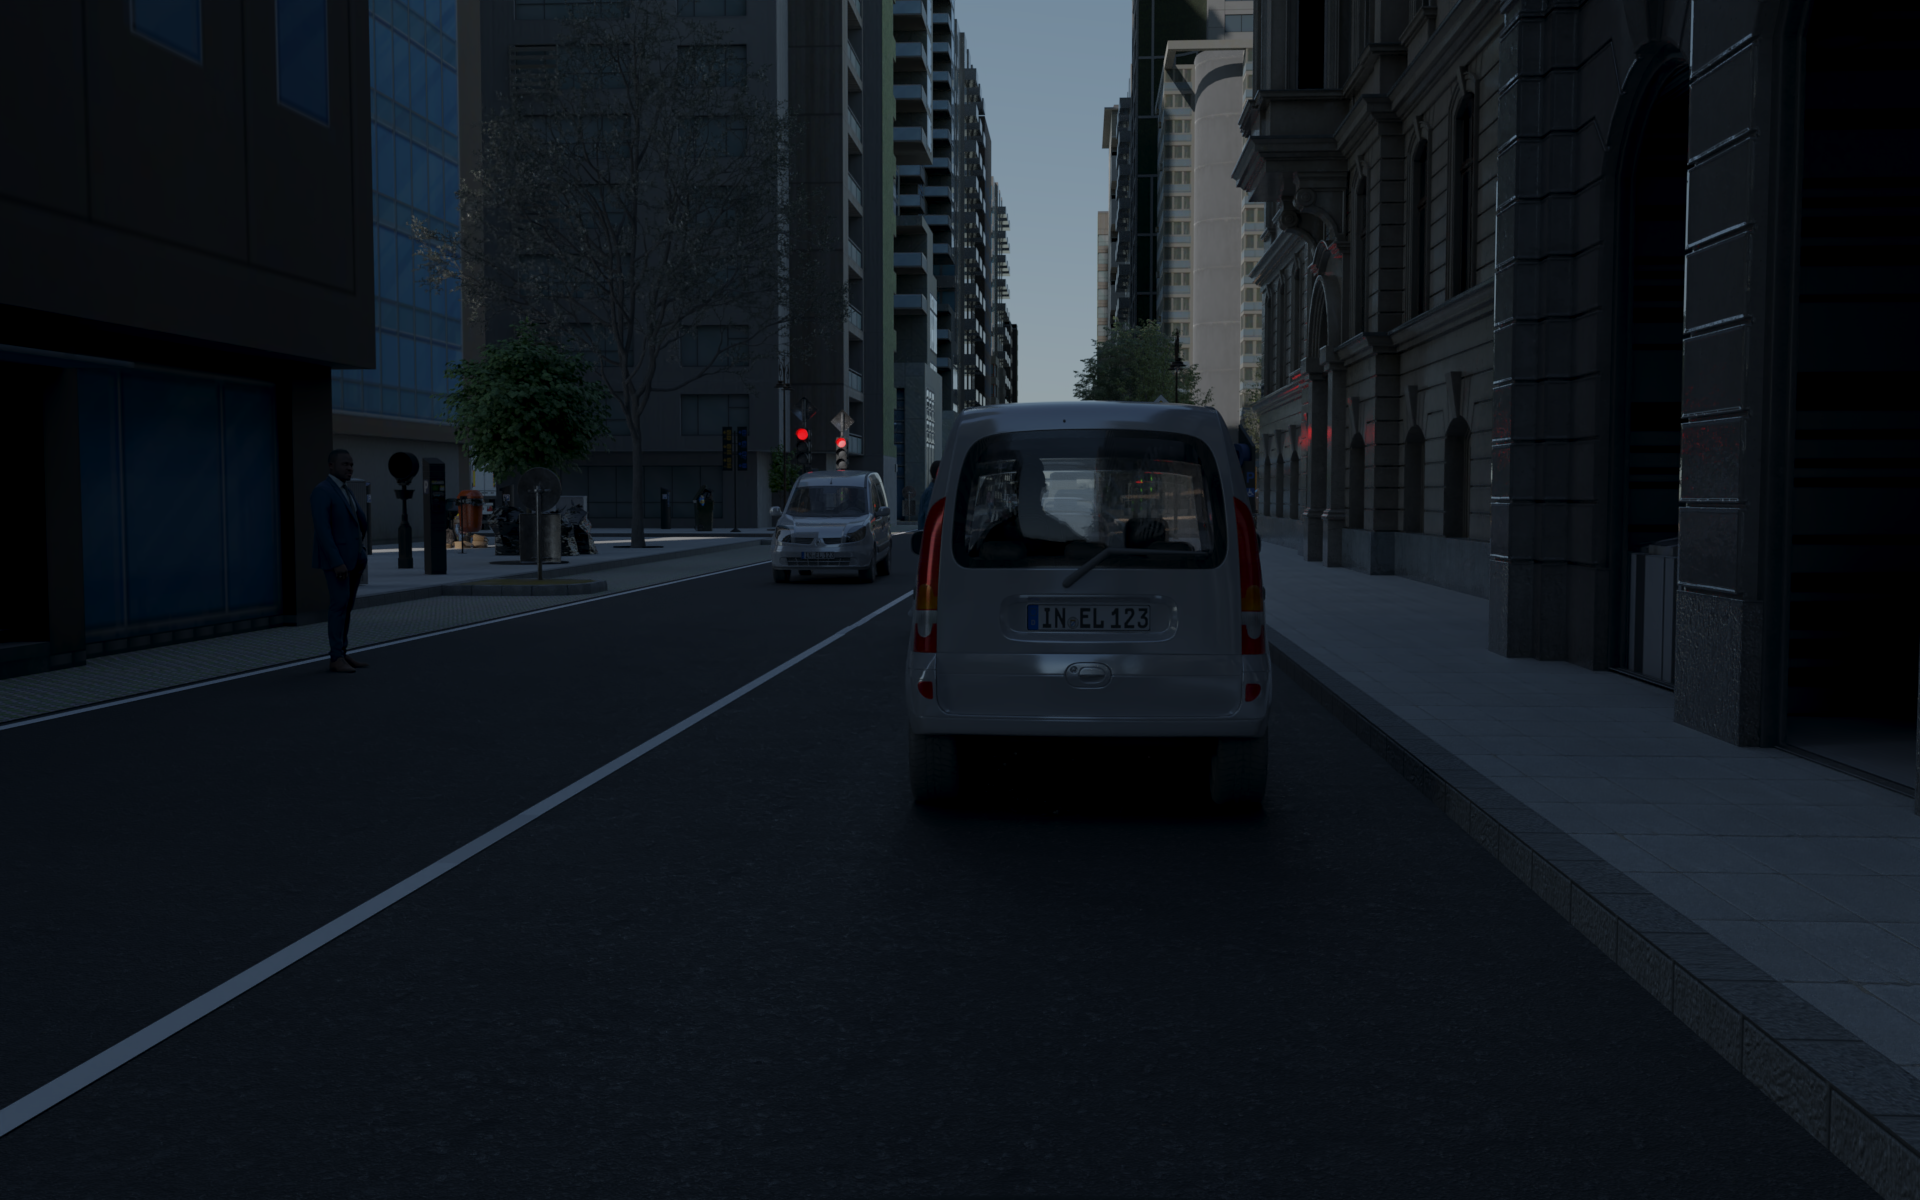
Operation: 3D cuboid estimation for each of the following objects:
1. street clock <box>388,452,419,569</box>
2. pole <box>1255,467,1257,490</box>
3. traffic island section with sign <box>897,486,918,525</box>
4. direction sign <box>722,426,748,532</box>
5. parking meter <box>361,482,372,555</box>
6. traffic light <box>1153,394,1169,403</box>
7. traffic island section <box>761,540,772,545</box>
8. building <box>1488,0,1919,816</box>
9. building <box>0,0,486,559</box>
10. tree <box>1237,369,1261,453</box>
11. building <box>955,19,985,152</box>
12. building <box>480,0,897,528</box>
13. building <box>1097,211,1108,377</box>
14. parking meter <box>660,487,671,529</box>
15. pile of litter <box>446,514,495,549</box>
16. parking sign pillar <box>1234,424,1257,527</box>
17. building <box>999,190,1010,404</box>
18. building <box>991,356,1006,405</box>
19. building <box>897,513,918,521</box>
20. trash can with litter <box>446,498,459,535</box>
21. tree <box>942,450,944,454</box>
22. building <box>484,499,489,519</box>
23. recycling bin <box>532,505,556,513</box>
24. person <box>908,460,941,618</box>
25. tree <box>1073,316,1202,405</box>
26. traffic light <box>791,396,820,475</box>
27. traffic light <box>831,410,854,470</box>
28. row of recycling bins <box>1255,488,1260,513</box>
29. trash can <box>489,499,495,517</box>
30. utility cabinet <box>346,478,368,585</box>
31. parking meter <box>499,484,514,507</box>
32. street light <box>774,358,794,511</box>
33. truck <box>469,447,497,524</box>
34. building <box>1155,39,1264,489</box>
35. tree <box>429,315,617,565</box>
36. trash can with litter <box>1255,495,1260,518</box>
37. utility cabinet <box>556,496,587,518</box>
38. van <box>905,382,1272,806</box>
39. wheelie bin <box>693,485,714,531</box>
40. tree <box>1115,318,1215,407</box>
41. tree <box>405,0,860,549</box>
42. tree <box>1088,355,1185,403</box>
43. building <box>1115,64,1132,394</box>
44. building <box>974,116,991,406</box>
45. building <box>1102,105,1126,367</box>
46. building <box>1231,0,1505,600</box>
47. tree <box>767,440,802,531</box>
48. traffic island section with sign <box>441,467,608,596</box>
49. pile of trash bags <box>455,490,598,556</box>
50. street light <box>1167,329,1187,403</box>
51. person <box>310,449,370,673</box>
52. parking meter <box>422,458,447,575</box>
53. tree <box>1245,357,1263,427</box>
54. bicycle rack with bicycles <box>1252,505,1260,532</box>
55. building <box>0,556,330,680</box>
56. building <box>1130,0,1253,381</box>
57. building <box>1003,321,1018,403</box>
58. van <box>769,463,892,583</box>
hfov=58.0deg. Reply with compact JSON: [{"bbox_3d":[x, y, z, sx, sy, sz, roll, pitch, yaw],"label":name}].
[{"bbox_3d":[-9.551,-1.542,29.781,0.471,2.002,0.358,1,4,13],"label":"street clock"},{"bbox_3d":[22.228,-8.357,130.487,0.158,3.312,0.155,0,3,0],"label":"pole"},{"bbox_3d":[-2.334,-4.400,80.560,1.989,1.847,2.006,0,4,4],"label":"traffic island section with sign"},{"bbox_3d":[-7.546,-4.045,58.132,0.876,3.537,0.379,1,4,13],"label":"direction sign"},{"bbox_3d":[-12.585,-1.716,36.463,0.372,1.533,0.369,0,3,0],"label":"parking meter"},{"bbox_3d":[5.643,-3.670,48.921,0.839,4.253,0.868,0,4,4],"label":"traffic light"},{"bbox_3d":[-4.484,-1.680,49.745,2.009,0.180,2.903,0,4,4],"label":"traffic island section"},{"bbox_3d":[9.373,-9.775,1.628,13.314,21.916,24.055,0,4,4],"label":"building"},{"bbox_3d":[-21.273,-24.006,42.616,14.200,45.320,14.600,0,4,4],"label":"building"},{"bbox_3d":[18.142,-9.260,101.757,4.360,8.622,3.978,0,3,0],"label":"tree"},{"bbox_3d":[-8.916,-34.240,179.440,23.786,49.044,30.456,0,4,4],"label":"building"},{"bbox_3d":[-10.294,-23.604,69.518,14.154,41.232,14.086,0,4,4],"label":"building"},{"bbox_3d":[26.875,-34.729,251.407,14.154,41.232,14.086,0,4,4],"label":"building"},{"bbox_3d":[-10.750,-3.355,63.268,0.372,1.533,0.369,0,3,0],"label":"parking meter"},{"bbox_3d":[-11.719,-1.663,41.147,1.719,0.858,1.176,-1,4,-12],"label":"pile of litter"},{"bbox_3d":[10.881,-4.772,66.491,1.447,3.967,1.447,-1,4,-15],"label":"parking sign pillar"},{"bbox_3d":[-3.865,-39.225,260.932,23.786,49.044,30.456,0,4,4],"label":"building"},{"bbox_3d":[-8.314,-23.643,231.600,27.650,21.520,28.899,0,4,4],"label":"building"},{"bbox_3d":[-11.773,-48.081,98.799,22.319,86.520,31.000,0,4,4],"label":"building"},{"bbox_3d":[-13.250,-2.081,45.419,0.624,1.170,1.055,-1,4,-19],"label":"trash can with litter"},{"bbox_3d":[-1.103,-8.859,128.559,4.285,4.588,4.351,0,3,0],"label":"tree"},{"bbox_3d":[-34.873,-25.365,69.337,28.867,44.769,22.147,0,4,4],"label":"building"},{"bbox_3d":[-14.209,-2.836,58.918,0.722,1.027,0.722,2,4,25],"label":"recycling bin"},{"bbox_3d":[-0.324,-0.572,18.199,0.444,1.785,0.601,0,4,2],"label":"person"},{"bbox_3d":[12.607,-13.370,125.250,9.857,13.997,8.962,0,3,0],"label":"tree"},{"bbox_3d":[-4.445,-3.712,49.607,0.839,4.253,0.868,0,4,4],"label":"traffic light"},{"bbox_3d":[-3.888,-4.199,57.573,0.839,4.253,0.868,0,4,4],"label":"traffic light"},{"bbox_3d":[20.619,-6.721,117.007,3.534,1.692,1.069,2,4,30],"label":"row of recycling bins"},{"bbox_3d":[-22.638,-4.415,83.831,0.748,1.137,0.748,0,3,0],"label":"trash can"},{"bbox_3d":[-8.806,-0.932,23.909,1.173,1.500,0.318,-3,5,-44],"label":"utility cabinet"},{"bbox_3d":[-11.701,-2.221,44.731,0.372,1.533,0.369,0,3,0],"label":"parking meter"},{"bbox_3d":[-5.887,-5.219,58.119,0.468,5.910,1.993,0,4,4],"label":"street light"},{"bbox_3d":[-20.416,-3.999,54.294,11.283,4.237,2.839,0,4,3],"label":"truck"},{"bbox_3d":[28.898,-27.592,143.014,32.217,40.220,23.993,0,4,4],"label":"building"},{"bbox_3d":[-8.055,-2.947,31.902,4.285,4.588,4.351,0,3,0],"label":"tree"},{"bbox_3d":[15.976,-4.956,92.088,1.678,1.210,2.233,1,4,10],"label":"trash can with litter"},{"bbox_3d":[-13.151,-2.902,58.601,1.020,1.237,0.306,1,4,13],"label":"utility cabinet"},{"bbox_3d":[0.678,-0.145,9.377,2.013,2.044,4.112,0,4,4],"label":"van"},{"bbox_3d":[-8.820,-3.167,59.690,0.693,1.594,0.980,-1,4,-18],"label":"wheelie bin"},{"bbox_3d":[8.378,-7.457,72.277,4.737,8.622,4.395,0,3,0],"label":"tree"},{"bbox_3d":[-7.654,-7.972,40.710,12.009,13.543,11.850,0,3,0],"label":"tree"},{"bbox_3d":[11.881,-11.051,115.101,8.767,10.594,7.601,0,4,-1],"label":"tree"},{"bbox_3d":[28.411,-34.926,190.640,23.786,49.044,30.456,0,4,4],"label":"building"},{"bbox_3d":[-3.616,-33.726,201.525,14.600,45.320,14.200,0,4,4],"label":"building"},{"bbox_3d":[33.271,-39.177,229.780,28.713,52.752,27.495,0,4,4],"label":"building"},{"bbox_3d":[12.310,-12.946,30.745,14.460,24.649,34.723,0,4,4],"label":"building"},{"bbox_3d":[-6.336,-4.046,60.746,1.663,3.219,1.824,0,3,0],"label":"tree"},{"bbox_3d":[-6.220,-1.008,25.105,1.989,1.847,2.006,0,4,4],"label":"traffic island section with sign"},{"bbox_3d":[-9.376,-1.659,36.884,3.447,1.369,1.912,2,4,27],"label":"pile of trash bags"},{"bbox_3d":[6.059,-4.632,48.527,0.468,5.910,1.993,0,4,4],"label":"street light"},{"bbox_3d":[-5.077,-0.335,14.167,0.419,1.800,0.721,0,4,-3],"label":"person"},{"bbox_3d":[-8.375,-1.340,27.612,0.255,1.863,0.399,-3,4,-37],"label":"parking meter"},{"bbox_3d":[17.097,-8.385,87.463,4.737,8.622,4.395,0,3,0],"label":"tree"},{"bbox_3d":[9.751,-2.670,57.038,2.925,0.926,2.852,-1,4,-21],"label":"bicycle rack with bicycles"},{"bbox_3d":[-14.041,-22.132,11.961,14.600,45.320,14.200,0,4,4],"label":"building"},{"bbox_3d":[24.593,-44.430,164.683,20.563,71.187,20.611,0,4,4],"label":"building"},{"bbox_3d":[2.234,-31.295,283.368,14.160,30.474,14.107,0,4,4],"label":"building"},{"bbox_3d":[-2.126,-1.364,29.309,2.013,2.044,4.112,0,4,3],"label":"van"}]
